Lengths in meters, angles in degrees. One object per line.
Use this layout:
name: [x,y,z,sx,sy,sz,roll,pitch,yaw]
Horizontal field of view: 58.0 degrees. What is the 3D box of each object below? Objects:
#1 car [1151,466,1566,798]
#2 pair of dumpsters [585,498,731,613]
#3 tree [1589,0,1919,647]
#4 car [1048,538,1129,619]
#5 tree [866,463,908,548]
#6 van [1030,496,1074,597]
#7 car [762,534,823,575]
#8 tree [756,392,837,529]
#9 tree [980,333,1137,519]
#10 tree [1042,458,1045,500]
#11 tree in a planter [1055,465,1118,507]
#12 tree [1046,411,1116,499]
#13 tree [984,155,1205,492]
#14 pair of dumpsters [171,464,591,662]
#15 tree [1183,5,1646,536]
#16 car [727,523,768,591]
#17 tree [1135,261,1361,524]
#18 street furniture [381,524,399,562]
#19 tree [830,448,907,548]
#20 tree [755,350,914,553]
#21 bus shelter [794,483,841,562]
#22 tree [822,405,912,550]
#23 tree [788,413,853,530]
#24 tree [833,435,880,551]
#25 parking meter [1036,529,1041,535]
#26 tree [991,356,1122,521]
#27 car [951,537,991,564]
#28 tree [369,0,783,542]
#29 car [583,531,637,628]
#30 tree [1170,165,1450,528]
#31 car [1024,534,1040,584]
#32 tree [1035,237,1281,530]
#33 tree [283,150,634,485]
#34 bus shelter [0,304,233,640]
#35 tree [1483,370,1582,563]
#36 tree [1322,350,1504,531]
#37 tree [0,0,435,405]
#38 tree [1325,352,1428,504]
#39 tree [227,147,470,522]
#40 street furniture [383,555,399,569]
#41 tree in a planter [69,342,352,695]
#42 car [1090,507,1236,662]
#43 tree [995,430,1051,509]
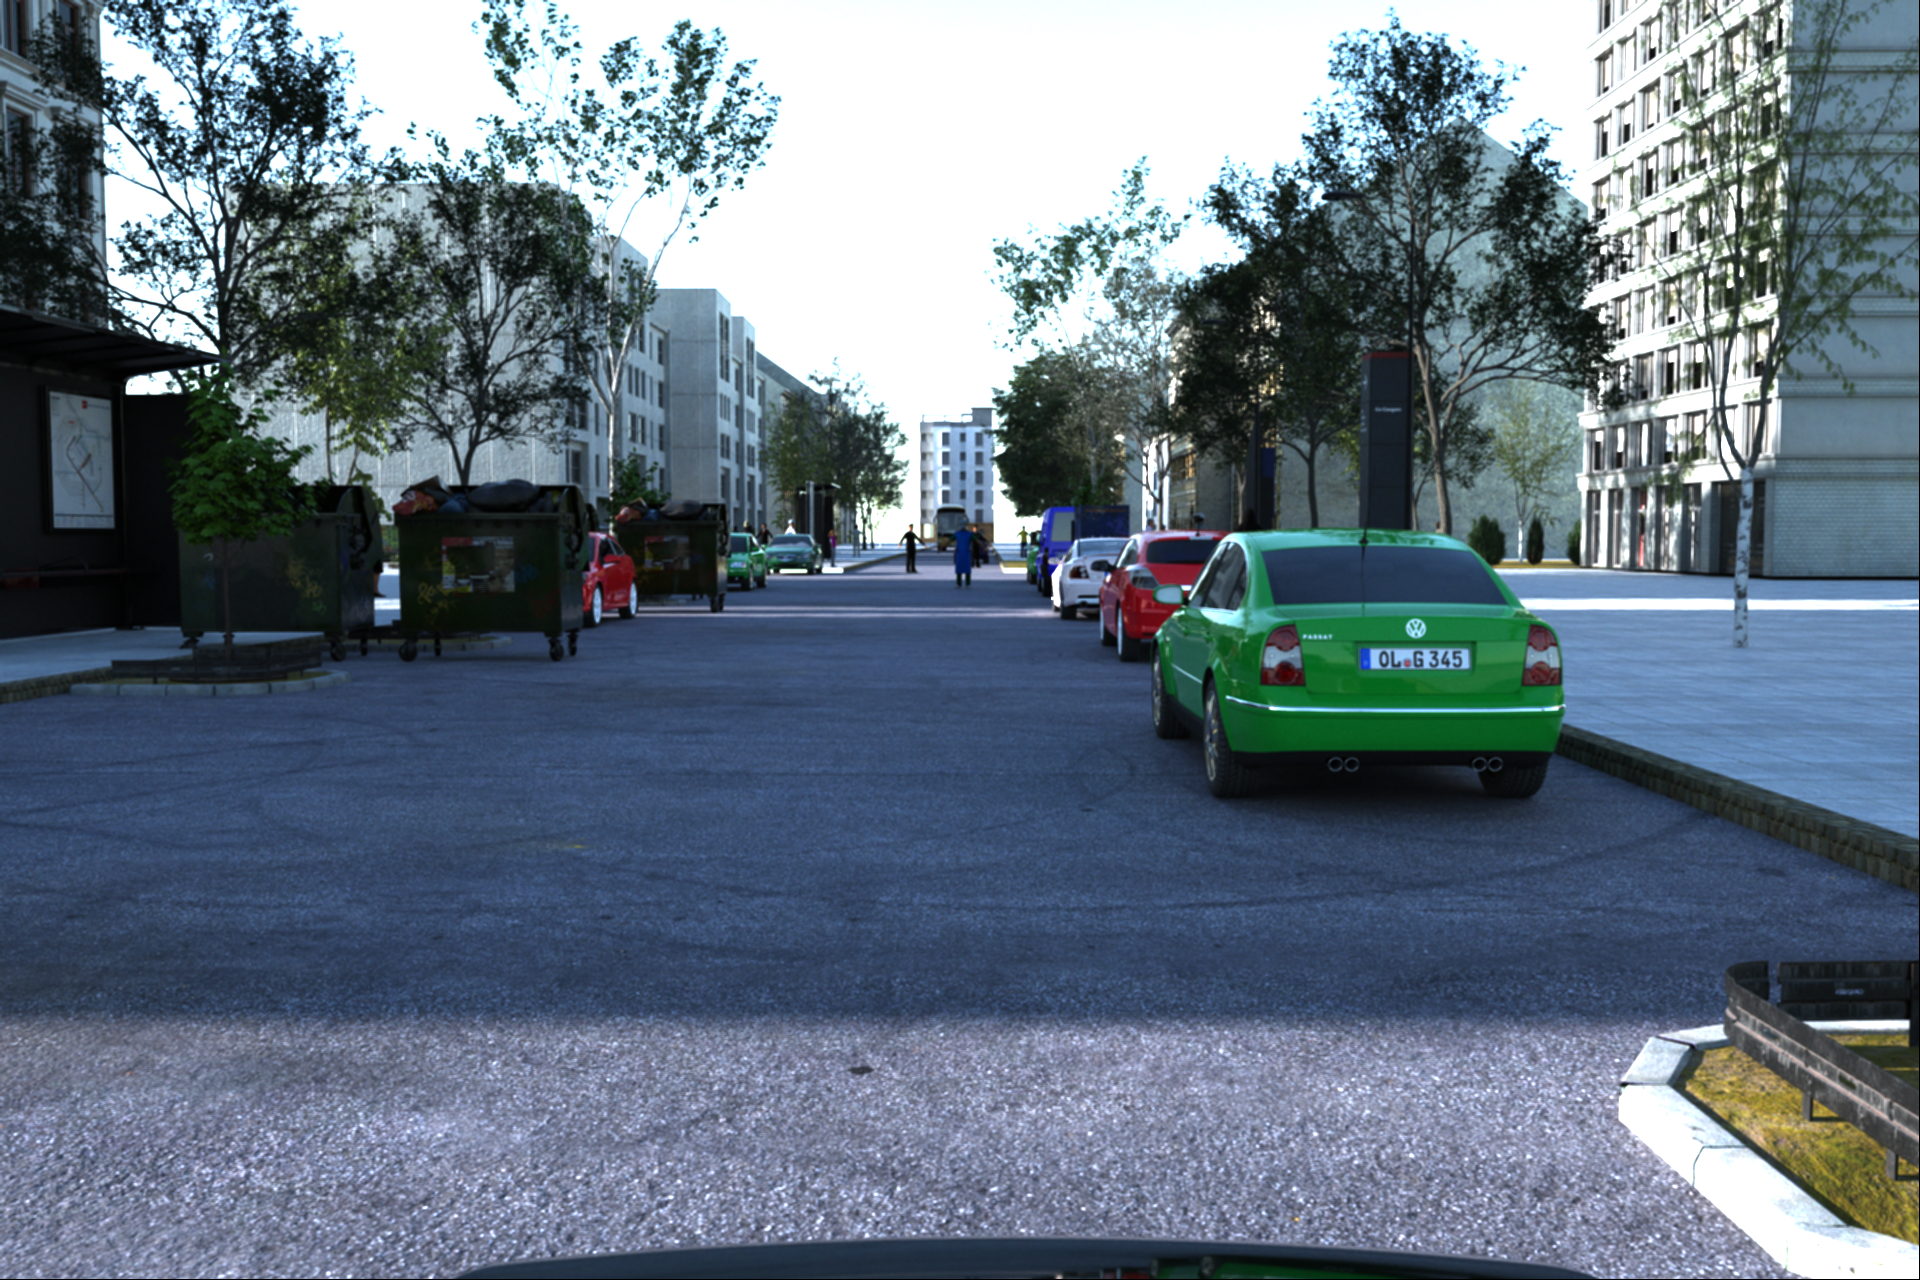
car: [2.247,-0.121,10.770,1.959,1.807,4.718,0,3,0]
pair of dumpsters: [-6.484,-1.641,31.780,4.436,2.255,1.574,0,4,1]
tree: [8.667,-4.217,19.305,4.360,8.622,3.978,0,3,0]
car: [2.619,-1.107,30.469,2.083,1.381,4.827,0,4,0]
tree: [-7.256,-12.950,162.100,4.737,8.622,4.395,0,3,0]
van: [2.827,-2.247,41.119,2.240,2.365,5.245,0,4,0]
car: [-5.974,-3.075,62.068,2.131,1.459,4.920,0,4,1]
tree: [-8.819,-8.590,90.802,4.737,8.622,4.395,0,3,0]
tree: [6.447,-12.420,109.728,9.857,13.997,8.962,0,3,0]
tree: [8.022,-13.373,153.065,8.767,10.594,7.601,0,4,-6]
tree in a planter: [3.265,-2.916,44.894,1.991,3.239,1.994,0,4,1]
tree: [6.721,-9.262,101.797,4.360,8.622,3.978,0,3,0]
tree: [7.124,-14.229,88.526,12.611,20.169,13.585,0,3,0]
pair of dumpsters: [-6.576,-0.911,19.839,4.436,2.255,1.574,0,4,0]
tree: [8.454,-5.879,30.538,8.767,10.594,7.601,-3,4,-37]
car: [-6.092,-2.213,44.971,1.959,1.807,4.718,0,4,1]
tree: [9.401,-7.441,56.079,7.601,10.594,8.767,-3,5,-41]
street furniture: [-27.148,-4.360,78.138,9.812,1.723,11.010,-1,4,-12]
tree: [-8.107,-13.456,154.419,7.601,10.594,8.767,1,4,17]
tree: [-8.632,-12.604,116.453,12.009,13.543,11.850,0,3,0]
bus shelter: [-6.792,-5.607,82.962,1.731,3.624,6.357,0,3,0]
tree: [-7.605,-13.040,138.958,9.928,11.665,9.643,0,3,0]
tree: [-8.130,-9.439,104.694,4.360,8.622,3.978,0,3,0]
tree: [-7.854,-10.890,128.411,4.737,8.622,4.395,0,3,0]
parking meter: [3.846,-4.618,83.909,0.372,1.533,0.369,0,3,0]
tree: [6.768,-13.151,121.668,9.857,13.997,8.962,0,3,0]
car: [0.550,-4.458,85.475,1.945,1.354,3.894,0,3,0]
tree: [-13.395,-12.461,59.626,12.611,20.169,13.585,0,3,0]
car: [-6.416,-1.150,27.836,2.155,1.783,4.494,0,4,1]
tree: [8.847,-6.720,44.286,7.601,10.594,8.767,1,4,12]
car: [2.879,-2.564,50.724,1.959,1.807,4.718,0,4,0]
tree: [8.353,-9.932,72.750,12.009,13.543,11.850,0,3,0]
tree: [-12.486,-6.635,42.898,8.767,10.594,7.601,-1,4,-16]
bus shelter: [-10.596,-1.762,20.097,1.731,3.624,6.357,0,4,1]
tree: [24.558,-7.673,75.823,4.360,8.622,3.978,0,3,0]
tree: [22.034,-9.117,83.475,8.767,10.594,7.601,0,4,-7]
tree: [-12.158,-5.670,27.113,8.767,10.594,7.601,0,4,3]
tree: [16.740,-7.358,70.662,4.737,8.622,4.395,0,3,0]
tree: [-12.069,-5.112,33.941,4.737,8.622,4.395,0,3,0]
street furniture: [-17.264,-3.508,64.212,11.010,1.723,9.812,2,4,32]
tree in a planter: [-6.919,-1.166,16.281,1.991,3.239,1.994,0,4,2]
car: [2.686,-0.727,20.928,2.155,1.783,4.494,0,4,0]
tree: [8.394,-15.808,168.836,12.009,13.543,11.850,0,3,0]
